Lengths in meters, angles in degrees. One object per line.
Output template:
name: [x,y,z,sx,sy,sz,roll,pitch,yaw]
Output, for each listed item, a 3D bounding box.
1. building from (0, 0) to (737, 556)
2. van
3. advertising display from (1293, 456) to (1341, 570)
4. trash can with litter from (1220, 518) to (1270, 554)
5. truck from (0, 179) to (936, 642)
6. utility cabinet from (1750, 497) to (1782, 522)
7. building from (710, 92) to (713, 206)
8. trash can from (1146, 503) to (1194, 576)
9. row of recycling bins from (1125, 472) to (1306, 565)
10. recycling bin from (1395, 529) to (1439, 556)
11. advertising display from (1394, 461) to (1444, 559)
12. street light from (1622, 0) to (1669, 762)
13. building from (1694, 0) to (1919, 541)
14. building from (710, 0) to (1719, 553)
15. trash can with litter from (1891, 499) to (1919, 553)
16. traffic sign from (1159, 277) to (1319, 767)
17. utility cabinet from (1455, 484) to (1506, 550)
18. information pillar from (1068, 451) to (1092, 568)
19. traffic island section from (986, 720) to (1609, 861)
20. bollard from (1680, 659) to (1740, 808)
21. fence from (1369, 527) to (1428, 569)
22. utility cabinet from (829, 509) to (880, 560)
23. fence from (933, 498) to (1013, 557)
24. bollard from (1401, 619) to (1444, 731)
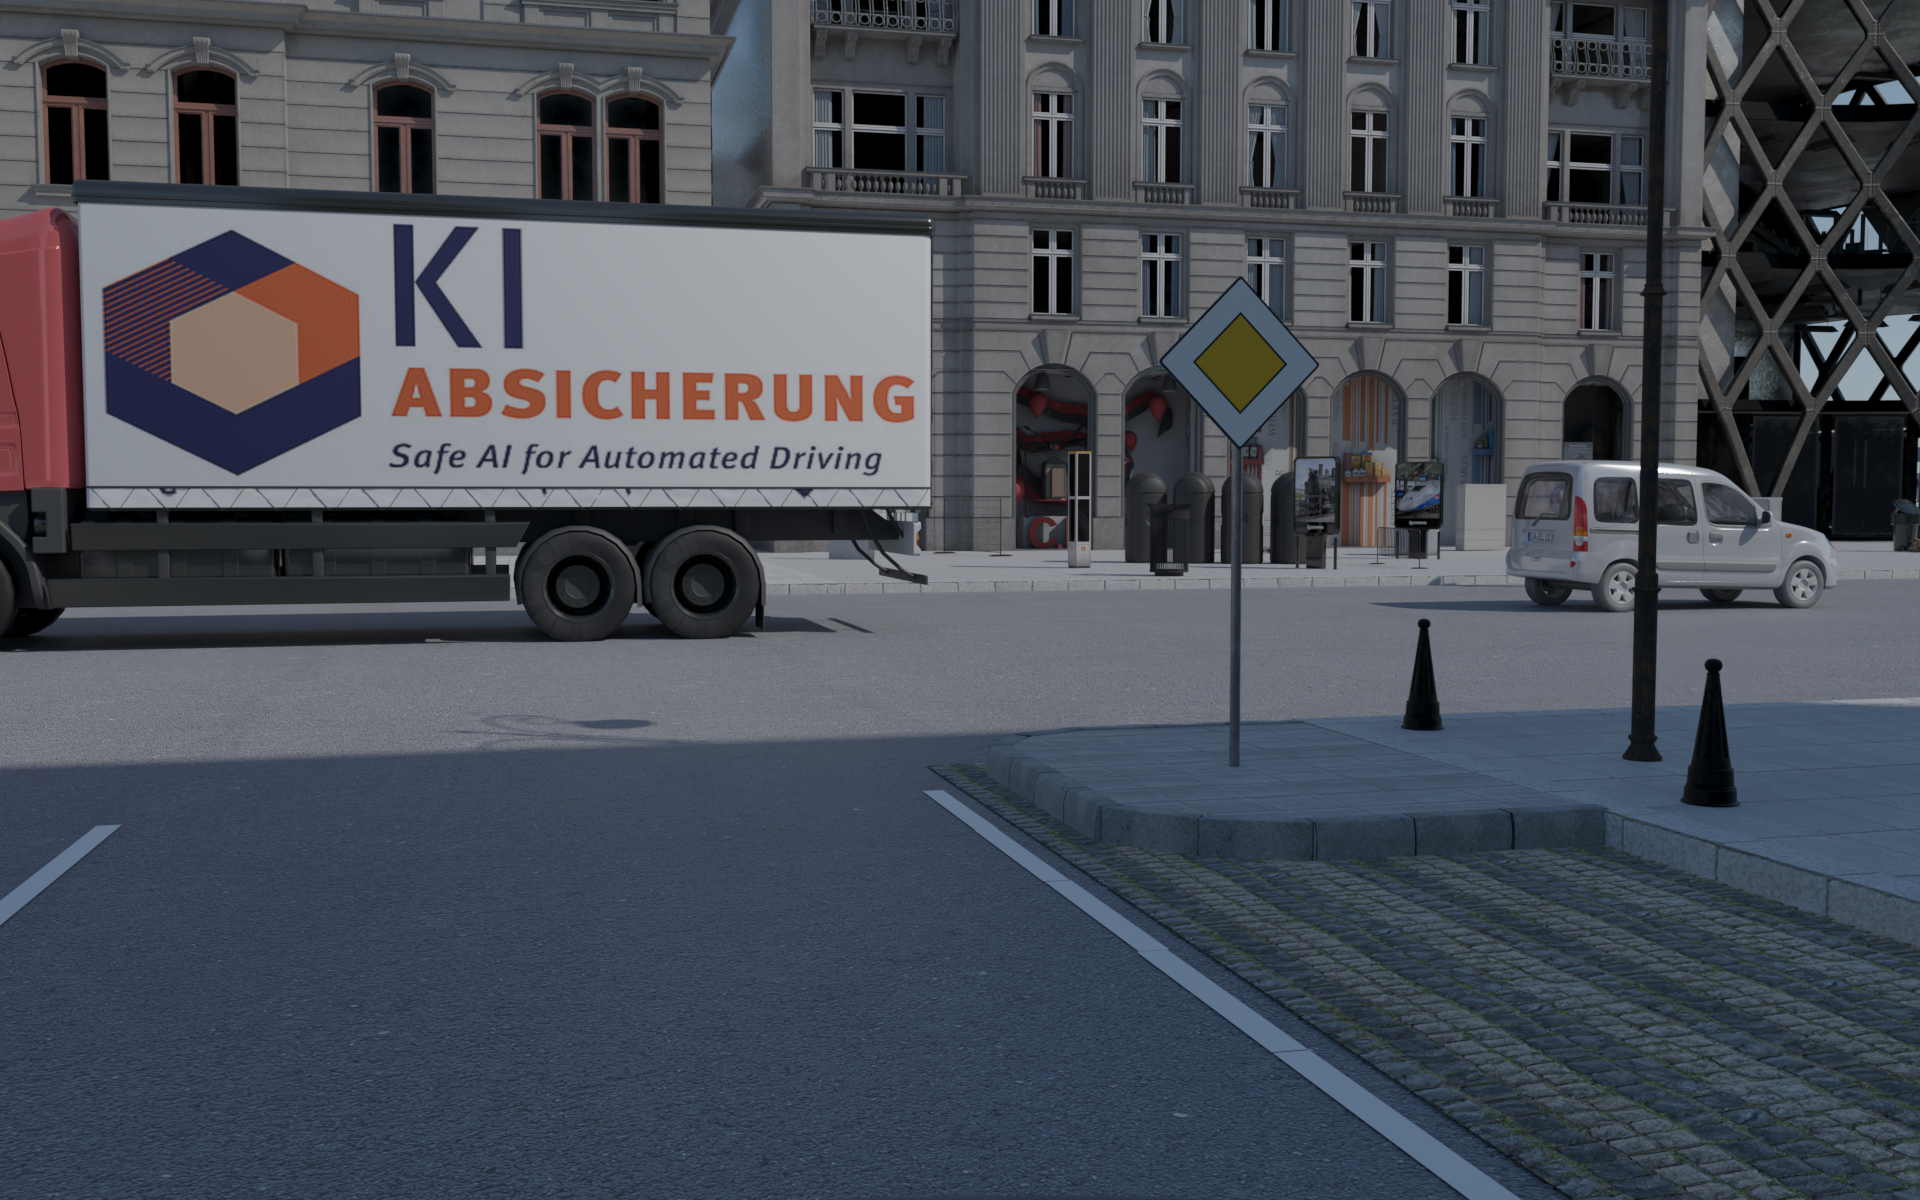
building: [-17.429,-15.411,39.363,23.554,28.519,14.401,-1,4,-14]
van: [9.093,-0.918,22.015,4.112,2.044,2.013,-1,4,-16]
advertising display: [6.119,-1.499,29.723,0.123,1.923,0.974,-3,4,-37]
trash can with litter: [6.198,-1.614,37.442,1.678,1.210,2.233,2,4,26]
truck: [-5.984,-1.730,17.199,11.283,4.237,2.839,-1,4,-15]
utility cabinet: [15.170,-1.334,32.971,0.306,1.237,1.020,-1,4,-11]
building: [-9.558,-31.973,146.459,21.300,48.544,21.600,-1,4,-14]
trash can: [3.280,-0.948,27.152,0.748,1.137,0.748,0,3,0]
row of recycling bins: [4.815,-1.529,32.105,3.534,1.692,1.069,1,4,11]
recycling bin: [9.605,-1.460,36.428,0.722,1.027,0.722,0,4,-7]
advertising display: [9.077,-1.777,34.266,0.974,1.923,0.123,3,4,37]
street light: [3.300,-2.166,8.199,0.468,5.910,1.993,-1,4,-14]
building: [25.408,-11.330,52.698,16.811,18.784,16.820,-1,4,-14]
building: [5.712,-12.457,45.469,24.055,21.916,13.314,-1,4,-14]
trash can with litter: [21.162,-1.651,38.381,0.624,1.170,1.055,-1,4,-10]
traffic sign: [1.291,-0.273,8.102,0.795,2.450,0.064,-1,4,-14]
utility cabinet: [11.792,-1.868,39.224,1.173,1.500,0.318,-2,4,-24]
information pillar: [2.070,-1.559,29.984,0.304,2.012,0.304,-2,4,-24]
traffic island section: [1.312,0.862,8.185,2.009,0.180,2.903,-1,4,-14]
bollard: [3.116,0.542,7.177,0.229,0.601,0.229,0,3,0]
fence: [7.763,-0.937,30.694,0.278,0.683,2.069,0,4,-7]
utility cabinet: [-2.068,-1.396,33.982,1.020,1.237,0.306,2,4,25]
fence: [0.252,-1.545,36.472,0.480,1.192,2.264,-2,4,-34]
bollard: [2.534,0.402,9.473,0.229,0.601,0.229,0,3,0]
